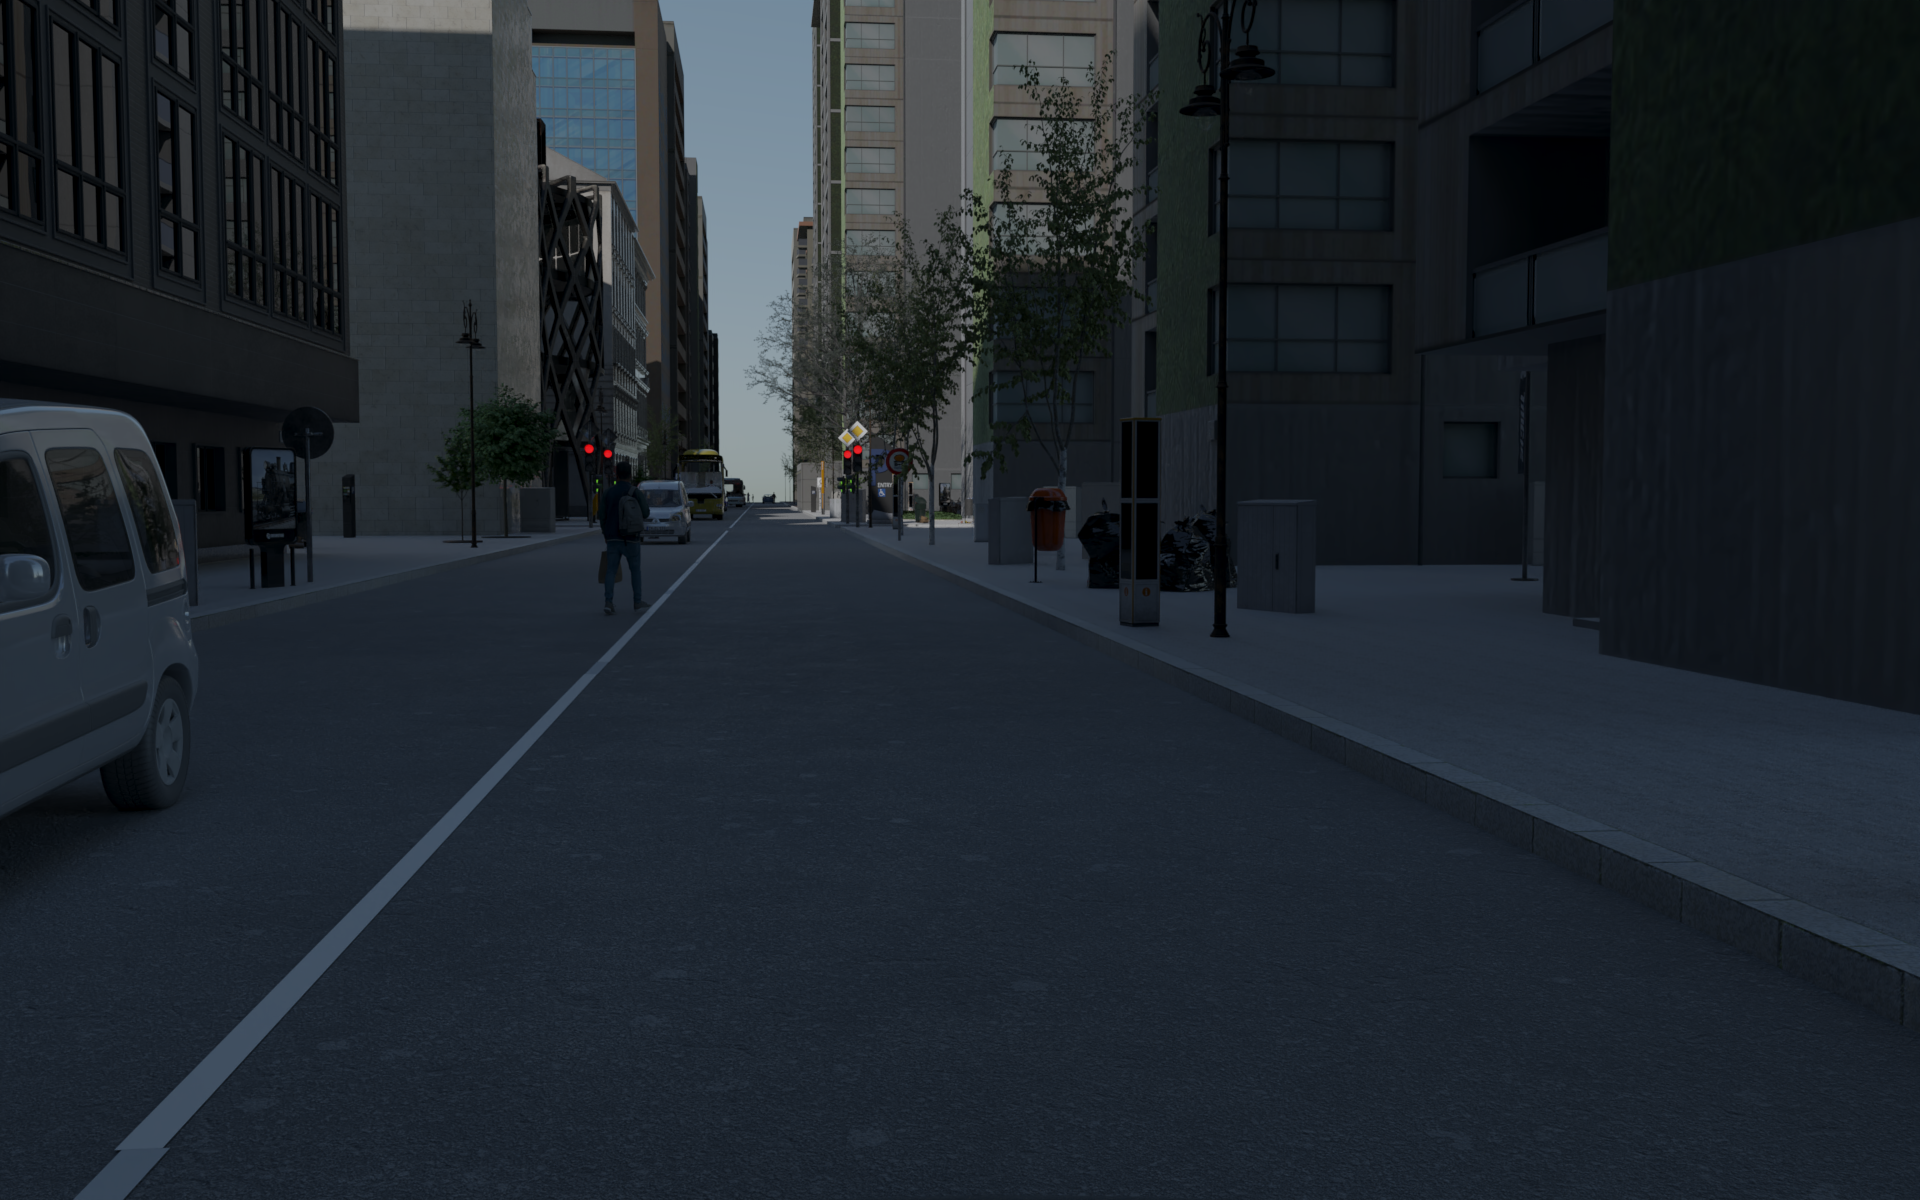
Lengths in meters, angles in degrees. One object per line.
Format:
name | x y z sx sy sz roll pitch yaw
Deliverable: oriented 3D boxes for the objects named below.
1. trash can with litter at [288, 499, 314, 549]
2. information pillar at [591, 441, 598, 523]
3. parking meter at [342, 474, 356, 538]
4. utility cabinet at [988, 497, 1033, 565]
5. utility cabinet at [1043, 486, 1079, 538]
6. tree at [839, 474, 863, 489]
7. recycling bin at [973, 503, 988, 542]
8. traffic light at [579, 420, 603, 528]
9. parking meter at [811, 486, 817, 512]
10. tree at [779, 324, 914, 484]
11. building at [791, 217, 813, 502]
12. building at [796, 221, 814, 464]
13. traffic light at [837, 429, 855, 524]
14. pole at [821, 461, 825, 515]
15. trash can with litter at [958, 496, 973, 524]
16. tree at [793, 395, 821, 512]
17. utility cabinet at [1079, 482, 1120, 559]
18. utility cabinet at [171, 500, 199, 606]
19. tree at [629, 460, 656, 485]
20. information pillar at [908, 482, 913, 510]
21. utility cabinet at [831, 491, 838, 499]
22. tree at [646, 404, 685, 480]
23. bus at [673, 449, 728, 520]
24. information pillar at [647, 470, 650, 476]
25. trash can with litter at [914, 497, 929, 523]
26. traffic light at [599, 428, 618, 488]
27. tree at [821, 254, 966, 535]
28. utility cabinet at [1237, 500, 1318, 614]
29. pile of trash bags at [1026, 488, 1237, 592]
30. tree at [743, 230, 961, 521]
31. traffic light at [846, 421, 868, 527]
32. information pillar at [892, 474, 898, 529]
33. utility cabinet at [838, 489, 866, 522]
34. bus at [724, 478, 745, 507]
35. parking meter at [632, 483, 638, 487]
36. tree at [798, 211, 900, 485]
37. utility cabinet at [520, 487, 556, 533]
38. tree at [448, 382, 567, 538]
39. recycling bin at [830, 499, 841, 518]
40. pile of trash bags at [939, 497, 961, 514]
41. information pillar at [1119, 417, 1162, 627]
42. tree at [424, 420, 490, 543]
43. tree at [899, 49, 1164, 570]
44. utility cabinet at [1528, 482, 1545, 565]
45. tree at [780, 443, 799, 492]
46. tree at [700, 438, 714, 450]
trash can with litter | -15.672 -1.818 41.117 0.624 1.170 1.055 -1 4 -20
information pillar | -16.103 -5.191 76.221 0.183 3.616 0.504 -3 4 -38
parking meter | -17.934 -2.760 50.829 0.255 1.863 0.399 0 4 2
utility cabinet | 0.933 -1.262 31.795 0.306 1.237 1.020 3 5 40
utility cabinet | 2.983 -2.549 50.349 1.173 1.500 0.318 3 4 39
tree | -6.725 -6.780 105.456 1.663 3.219 1.824 0 3 0
recycling bin | 0.725 -2.072 46.435 0.722 1.027 0.722 0 4 -2
traffic light | -13.954 -4.681 65.452 0.839 4.253 0.868 0 4 -6
parking meter | -10.193 -7.038 120.774 0.399 1.863 0.255 0 4 -3
tree | -6.094 -9.665 92.430 7.601 10.594 8.767 -2 4 -25
building | -17.992 -41.225 297.724 21.300 48.544 21.600 0 4 -6
building | -14.486 -37.791 272.500 22.147 44.769 28.867 0 4 -6
traffic light | -4.865 -5.237 74.538 0.839 4.253 0.868 0 4 -6
pole | -8.489 -6.941 107.328 0.158 3.312 0.155 0 3 0
trash can with litter | 0.877 -3.952 75.676 2.233 1.210 1.678 -1 4 -12
tree | -10.242 -10.774 126.518 4.360 8.622 3.978 0 3 0
utility cabinet | 2.891 -1.507 33.319 0.318 1.500 1.173 -3 5 -44
utility cabinet | -9.265 -0.526 19.769 1.020 1.237 0.306 -1 4 -22
tree | -18.136 -6.358 98.548 1.663 3.219 1.824 0 3 0
information pillar | -3.048 -6.268 106.980 0.304 2.012 0.304 0 4 -5
utility cabinet | -8.913 -7.307 128.150 1.173 1.500 0.318 -1 4 -13
tree | -24.078 -11.508 138.519 4.737 8.622 4.395 0 3 0
bus | -14.680 -6.540 98.471 2.896 3.916 12.252 0 4 -8
information pillar | -26.093 -9.383 144.774 0.504 3.616 0.183 3 5 42
trash can with litter | -1.625 -4.001 76.806 0.624 1.170 1.055 -1 4 -23
traffic light | -14.860 -5.166 73.386 0.839 4.253 0.868 0 4 -6
tree | -1.820 -6.327 53.810 4.360 8.622 3.978 0 3 0
utility cabinet | 3.466 -0.482 19.035 0.306 1.237 1.020 -2 4 -29
pile of trash bags | 2.278 -0.887 24.250 3.447 1.369 1.912 3 5 43
tree | -4.977 -10.435 80.977 12.009 13.543 11.850 0 3 0
traffic light | -3.959 -4.751 66.605 0.839 4.253 0.868 0 4 -6
information pillar | -2.284 -3.574 62.922 0.304 2.012 0.304 0 4 8
utility cabinet | -4.809 -4.242 78.034 1.173 1.500 0.318 2 4 31
bus | -25.401 -12.057 191.986 2.948 3.499 13.247 -1 4 -8
parking meter | -16.893 -5.159 90.066 0.255 1.863 0.399 -1 4 -22
tree | -0.952 -5.702 43.589 4.737 8.622 4.395 0 3 0
utility cabinet | -13.891 -2.951 56.935 1.173 1.500 0.318 1 4 21
tree | -13.282 -4.108 50.878 4.285 4.588 4.351 0 3 0
recycling bin | -6.536 -4.919 92.980 0.722 1.027 0.722 -2 4 -27
pile of trash bags | 0.277 -5.765 104.006 3.447 1.369 1.912 3 5 39
information pillar | 1.747 -0.753 16.808 0.304 2.012 0.304 -1 4 -21
tree | -13.271 -3.122 45.651 1.663 3.219 1.824 0 3 0
tree | 1.610 -4.820 29.176 4.737 8.622 4.395 0 3 0
utility cabinet | 10.807 -1.365 31.001 1.173 1.500 0.318 0 4 2
tree | -22.114 -17.358 234.172 4.737 8.622 4.395 0 3 0
tree | -33.802 -16.761 224.401 4.737 8.622 4.395 0 3 0
